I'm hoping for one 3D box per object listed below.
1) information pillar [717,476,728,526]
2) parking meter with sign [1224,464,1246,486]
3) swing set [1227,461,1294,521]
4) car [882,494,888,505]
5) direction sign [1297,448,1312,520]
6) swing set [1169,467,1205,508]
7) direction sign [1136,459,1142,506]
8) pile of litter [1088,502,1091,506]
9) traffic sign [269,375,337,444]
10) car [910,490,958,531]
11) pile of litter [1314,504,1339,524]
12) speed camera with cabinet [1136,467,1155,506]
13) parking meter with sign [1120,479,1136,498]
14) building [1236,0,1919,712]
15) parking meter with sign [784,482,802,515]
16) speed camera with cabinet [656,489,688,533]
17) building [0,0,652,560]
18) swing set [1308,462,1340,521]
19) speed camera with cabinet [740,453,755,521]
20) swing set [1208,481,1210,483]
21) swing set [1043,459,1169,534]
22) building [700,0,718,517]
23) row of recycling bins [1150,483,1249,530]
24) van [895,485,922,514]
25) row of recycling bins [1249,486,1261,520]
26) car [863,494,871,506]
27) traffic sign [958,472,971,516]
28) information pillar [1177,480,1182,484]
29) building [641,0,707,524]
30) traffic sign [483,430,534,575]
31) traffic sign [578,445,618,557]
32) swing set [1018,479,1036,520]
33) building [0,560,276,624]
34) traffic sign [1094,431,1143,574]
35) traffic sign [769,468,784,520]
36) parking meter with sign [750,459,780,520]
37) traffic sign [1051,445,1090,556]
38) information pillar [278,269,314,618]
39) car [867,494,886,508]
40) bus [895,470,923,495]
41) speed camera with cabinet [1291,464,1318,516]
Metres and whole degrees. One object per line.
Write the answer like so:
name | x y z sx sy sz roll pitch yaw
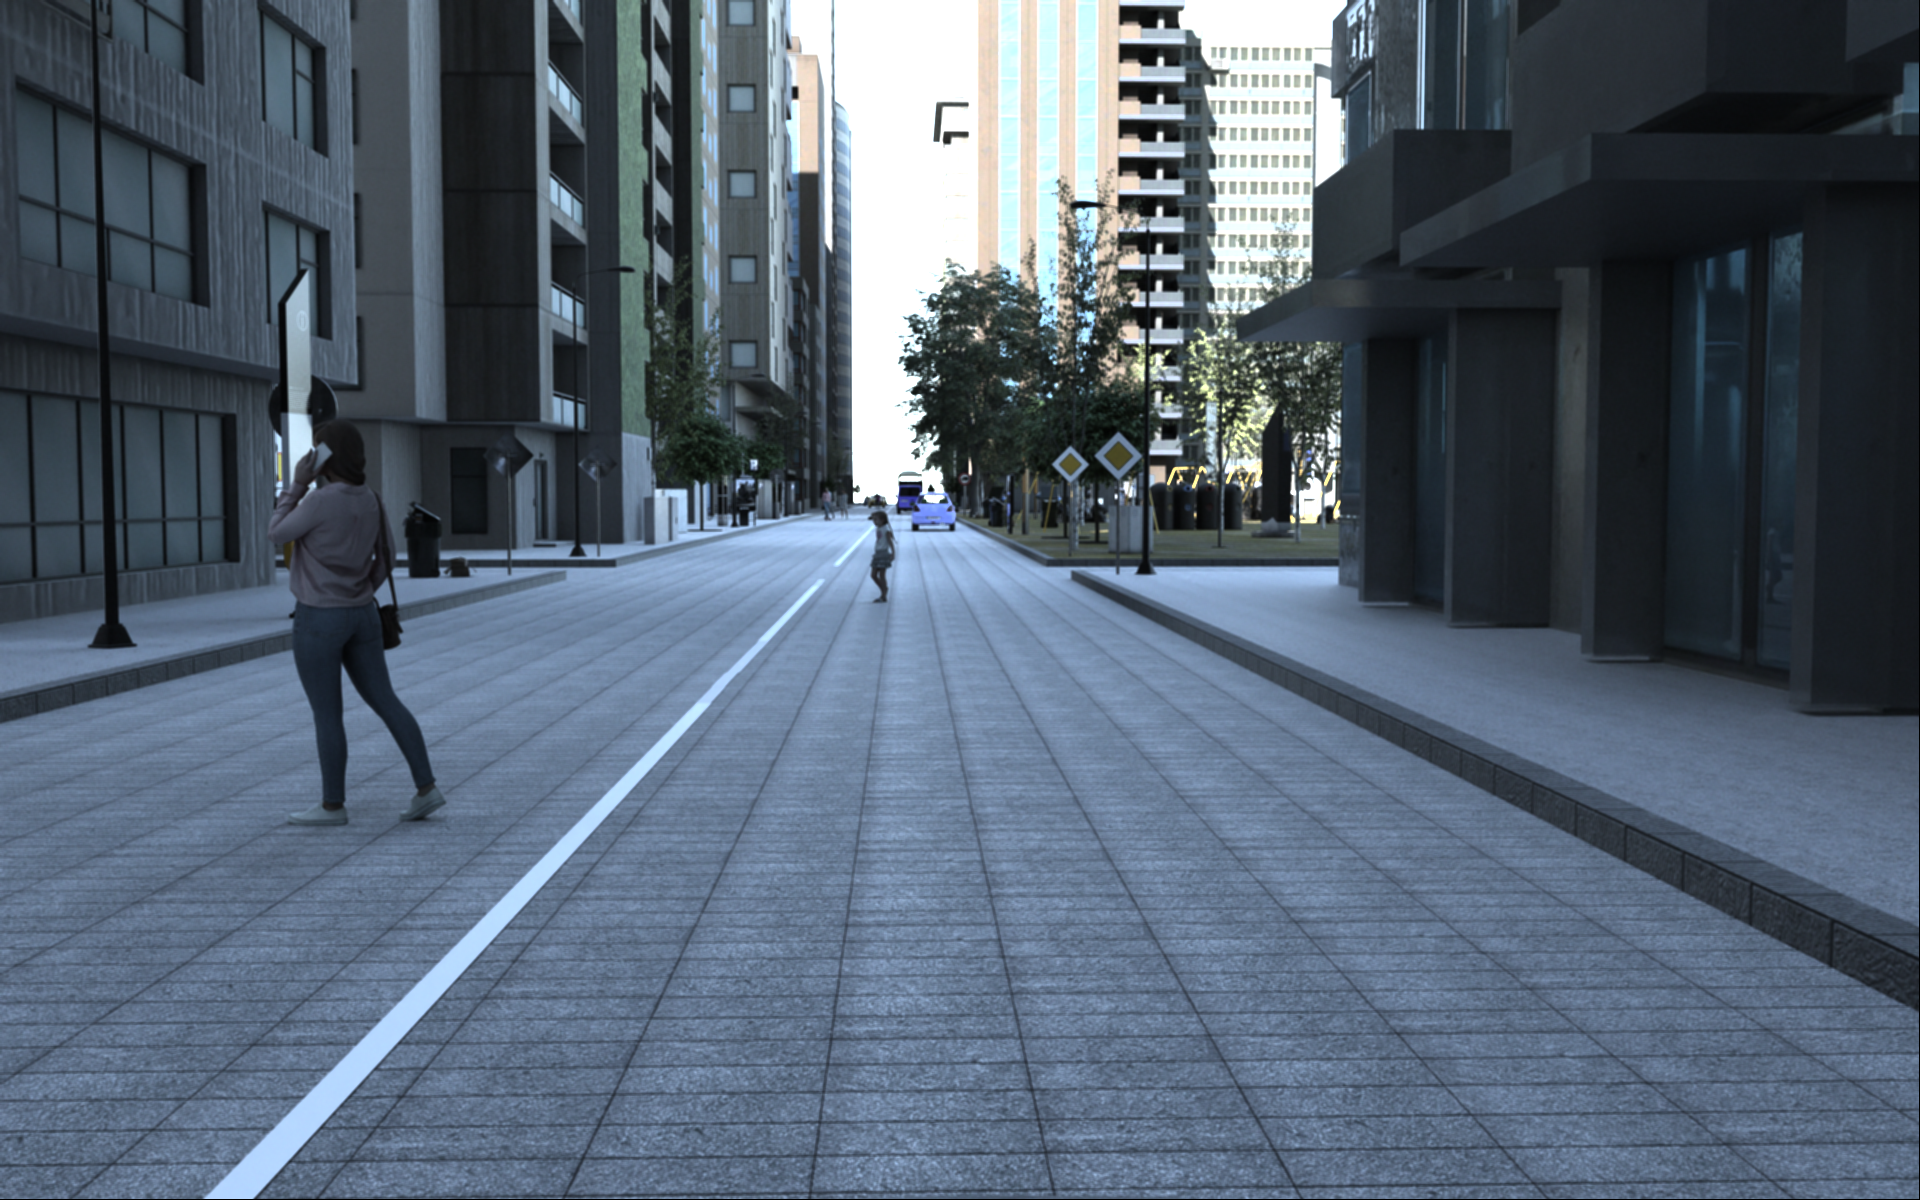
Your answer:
information pillar | -9.540 -3.980 69.566 0.304 2.012 0.304 2 4 30
parking meter with sign | 16.144 -6.344 99.988 1.738 3.016 0.543 2 4 32
swing set | 14.472 -5.260 83.620 2.862 2.851 3.119 0 4 3
car | -10.136 -12.905 219.798 1.959 1.807 4.718 0 4 -1
direction sign | 16.788 -5.661 84.551 0.876 3.537 0.379 -2 4 -28
swing set | 13.493 -6.423 102.634 2.862 2.851 3.119 -2 4 -26
direction sign | 6.112 -4.137 59.630 0.379 3.537 0.876 -1 4 -14
pile of litter | 6.693 -4.934 94.640 1.176 0.858 1.719 0 4 0
traffic sign | -6.945 -1.113 18.303 0.768 2.556 0.104 0 4 8
car | -1.029 -3.587 68.243 1.945 1.707 3.694 0 4 0
pile of litter | 16.151 -3.730 74.951 1.719 0.858 1.176 0 4 -1
speed camera with cabinet | 8.862 -5.076 77.325 2.038 3.252 0.660 3 4 37
parking meter with sign | 9.753 -6.320 99.588 0.543 3.016 1.738 -2 4 -34
building | 15.319 -23.920 10.702 23.786 49.044 30.456 0 4 -2
parking meter with sign | -10.452 -6.674 105.382 1.738 3.016 0.543 2 4 26
speed camera with cabinet | -9.862 -3.792 56.333 2.038 3.252 0.660 -3 5 -45
building | -15.666 -21.895 41.580 14.154 41.232 14.086 0 4 -2
swing set | 17.993 -5.067 80.458 2.862 2.851 3.119 -1 4 -9
speed camera with cabinet | -10.149 -5.408 82.751 0.660 3.252 2.038 -1 4 -10
swing set | 16.188 -6.103 97.400 2.862 2.851 3.119 -2 4 -26
swing set | 4.738 -3.635 57.051 3.119 2.851 2.862 -1 4 -21
building | -20.667 -27.089 93.021 14.600 45.320 14.200 0 4 -2
row of recycling bins | 8.454 -3.377 62.334 3.534 1.692 1.069 -1 4 -16
van | -3.620 -7.387 125.156 2.240 2.365 5.245 0 4 -2
row of recycling bins | 13.640 -4.827 86.042 3.534 1.692 1.069 -1 4 -9
car | -10.802 -12.137 210.444 2.014 1.417 4.499 0 4 0
traffic sign | 0.271 -6.177 101.100 0.768 2.556 0.104 0 4 -1
information pillar | 11.687 -5.345 91.877 0.304 2.012 0.304 0 4 5
building | -18.385 -18.332 71.423 14.160 30.474 14.107 0 4 -2
traffic sign | -7.121 -1.449 27.335 0.795 2.450 0.064 0 4 -2
traffic sign | -7.376 -1.937 35.316 0.795 2.450 0.064 0 4 -2
swing set | 4.806 -5.423 86.285 2.862 2.851 3.119 -1 4 -22
building | -15.573 -20.572 19.952 14.086 41.232 14.154 0 4 -2
traffic sign | 2.519 -1.467 27.622 0.795 2.450 0.064 0 4 -2
traffic sign | -9.092 -5.247 85.888 0.768 2.556 0.104 0 4 4
parking meter with sign | -9.824 -5.583 87.539 0.543 3.016 1.738 2 4 35
traffic sign | 2.264 -1.955 35.603 0.795 2.450 0.064 0 4 -2
information pillar | -6.833 -1.622 17.872 0.183 3.616 0.504 1 4 8
car | -8.766 -10.521 182.244 2.015 1.641 3.980 0 4 -1
bus | -5.198 -11.424 178.331 2.896 3.916 12.252 0 4 -3
speed camera with cabinet | 20.062 -6.576 101.852 0.660 3.252 2.038 -3 5 -42
